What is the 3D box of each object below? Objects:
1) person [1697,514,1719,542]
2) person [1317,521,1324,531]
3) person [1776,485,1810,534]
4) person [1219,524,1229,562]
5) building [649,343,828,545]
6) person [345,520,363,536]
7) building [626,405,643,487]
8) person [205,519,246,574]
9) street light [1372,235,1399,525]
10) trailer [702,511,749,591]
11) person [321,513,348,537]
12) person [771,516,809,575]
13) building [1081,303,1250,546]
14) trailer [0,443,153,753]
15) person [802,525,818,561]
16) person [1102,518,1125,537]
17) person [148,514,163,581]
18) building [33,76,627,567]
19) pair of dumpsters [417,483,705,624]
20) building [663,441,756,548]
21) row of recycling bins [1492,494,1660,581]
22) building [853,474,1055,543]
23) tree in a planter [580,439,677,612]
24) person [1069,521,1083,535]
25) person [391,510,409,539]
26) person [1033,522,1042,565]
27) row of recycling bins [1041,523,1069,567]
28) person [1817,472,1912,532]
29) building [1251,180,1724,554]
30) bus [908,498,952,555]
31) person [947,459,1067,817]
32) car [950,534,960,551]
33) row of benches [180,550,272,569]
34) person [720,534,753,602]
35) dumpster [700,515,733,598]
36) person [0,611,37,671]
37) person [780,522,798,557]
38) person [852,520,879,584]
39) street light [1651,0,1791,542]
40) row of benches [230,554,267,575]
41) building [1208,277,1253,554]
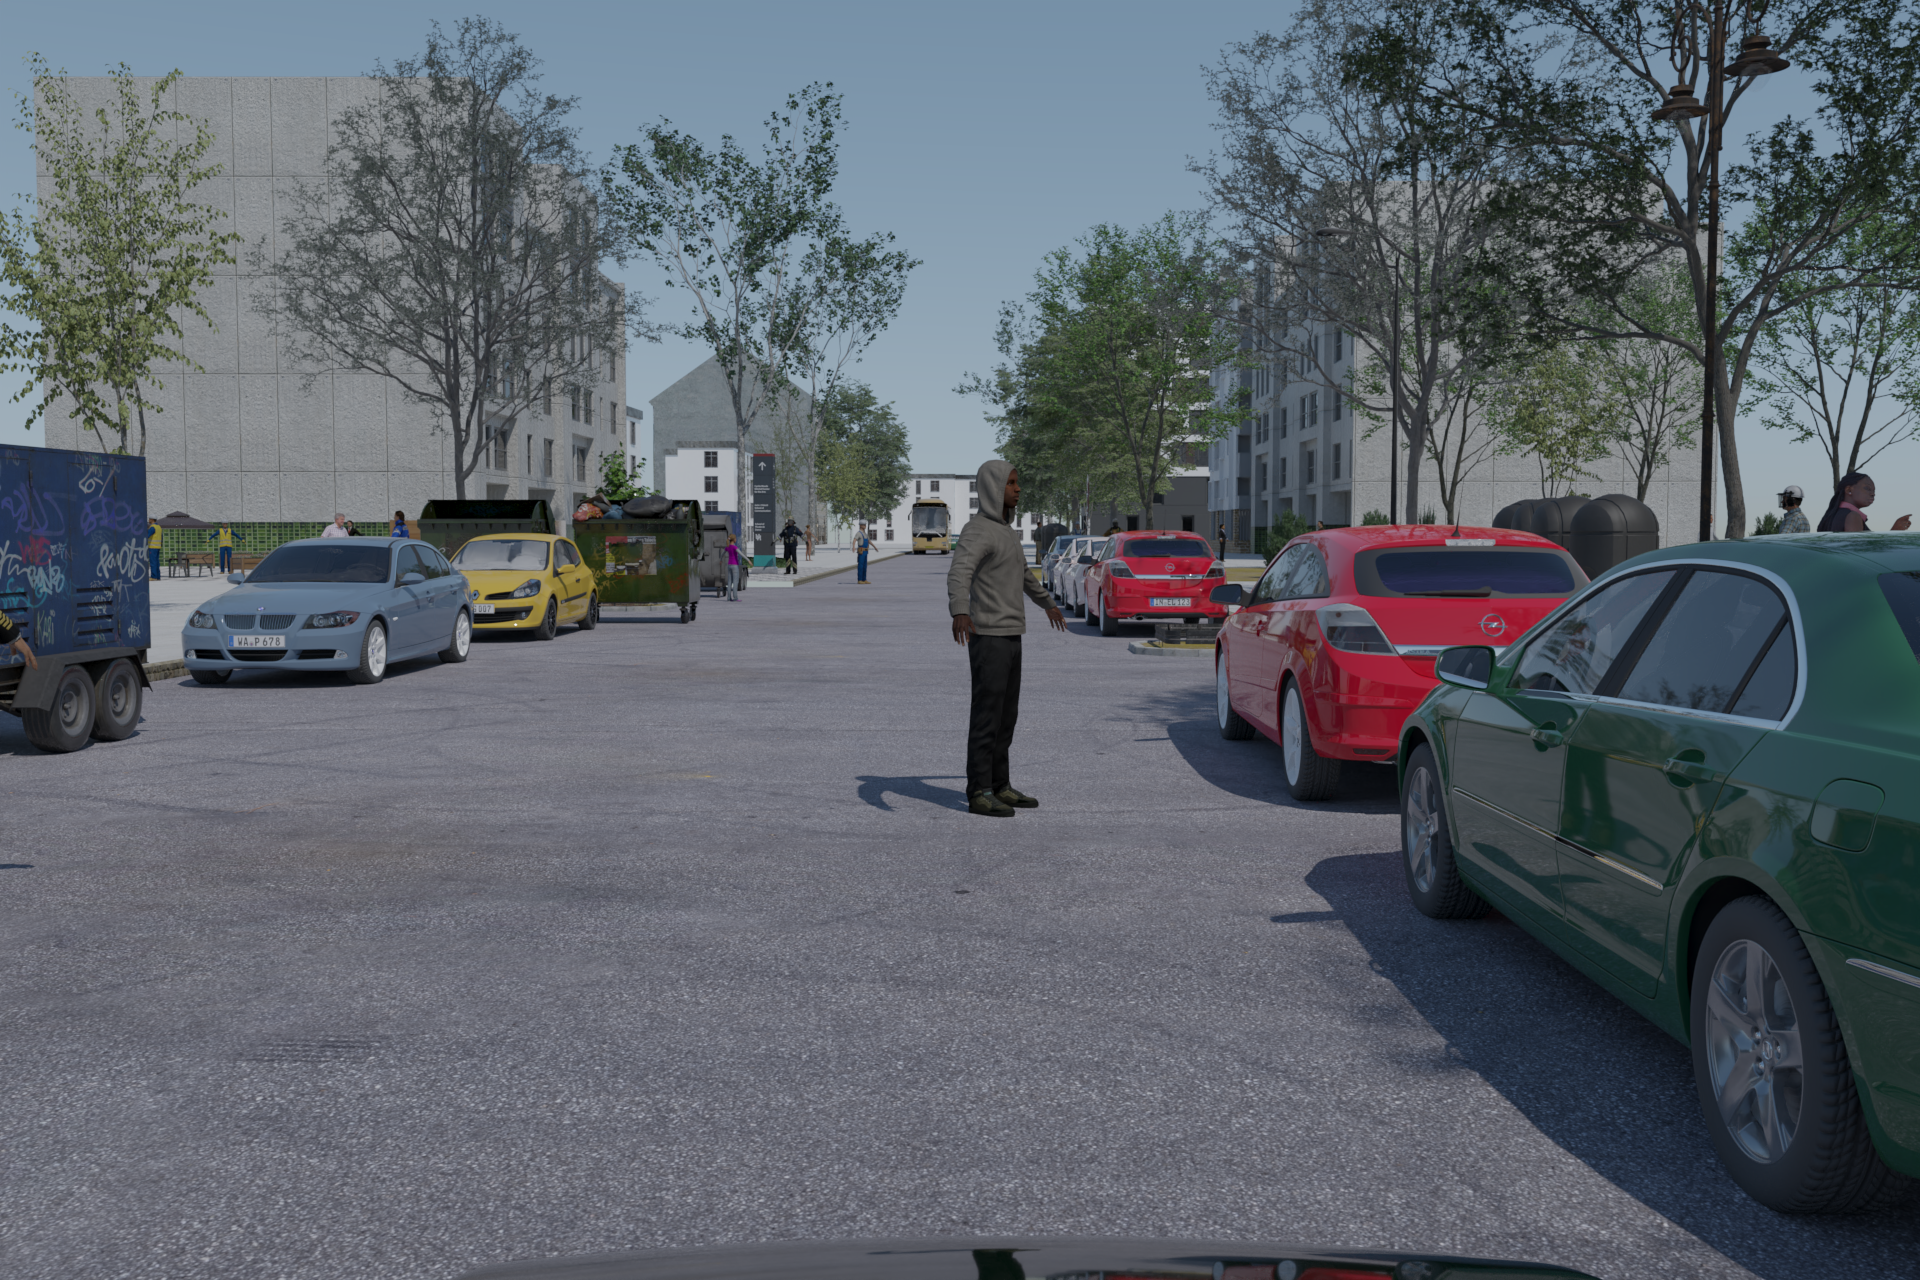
[{"bbox_3d":[19.416,-2.371,44.924,1.344,1.810,0.704,-3,5,-42],"label":"person"},{"bbox_3d":[14.351,-3.853,69.131,0.704,1.812,1.346,0,4,-2],"label":"person"},{"bbox_3d":[9.674,-0.880,20.225,0.704,1.849,1.345,3,5,43],"label":"person"},{"bbox_3d":[12.159,-4.467,79.760,0.721,1.740,1.216,1,4,23],"label":"person"},{"bbox_3d":[-25.798,-22.984,206.722,19.493,23.208,18.063,0,4,0],"label":"building"},{"bbox_3d":[-23.083,-3.630,65.533,1.347,1.806,0.705,0,4,-4],"label":"person"},{"bbox_3d":[-26.131,-10.766,118.170,9.099,9.664,28.070,0,4,1],"label":"building"},{"bbox_3d":[-23.498,-2.995,55.436,1.216,1.772,0.721,-2,4,-28],"label":"person"},{"bbox_3d":[7.170,-3.293,26.381,1.470,5.913,1.316,0,4,1],"label":"street light"},{"bbox_3d":[-6.189,-2.207,43.127,1.471,1.999,3.904,0,4,1],"label":"trailer"},{"bbox_3d":[-12.610,-1.722,35.136,0.436,1.711,0.756,3,4,38],"label":"person"},{"bbox_3d":[-5.363,-3.005,54.905,1.354,1.856,0.705,1,4,22],"label":"person"},{"bbox_3d":[25.671,-19.909,169.483,27.936,21.610,32.646,0,4,1],"label":"building"},{"bbox_3d":[-6.516,-0.237,10.926,1.471,1.999,3.904,0,4,1],"label":"trailer"},{"bbox_3d":[-7.164,-4.638,82.636,0.721,1.733,1.217,-3,5,-42],"label":"person"},{"bbox_3d":[5.610,-3.475,62.589,1.354,1.858,0.705,1,4,9],"label":"person"},{"bbox_3d":[-22.065,-2.531,47.344,0.705,1.833,1.349,0,4,-2],"label":"person"},{"bbox_3d":[-27.384,-13.248,83.064,16.747,18.905,31.486,0,3,0],"label":"building"},{"bbox_3d":[-6.420,-1.410,28.008,4.436,2.255,1.574,0,4,1],"label":"pair of dumpsters"},{"bbox_3d":[-24.524,-13.942,170.099,9.099,9.664,28.070,0,4,1],"label":"building"},{"bbox_3d":[6.706,-0.739,19.193,1.069,1.692,3.534,0,4,1],"label":"row of recycling bins"},{"bbox_3d":[-0.764,-18.131,241.052,28.070,9.664,9.099,0,4,-1],"label":"building"},{"bbox_3d":[-6.477,-2.183,32.915,1.991,3.239,1.994,0,4,1],"label":"tree in a planter"},{"bbox_3d":[5.237,-4.351,76.996,1.347,1.847,0.705,-1,4,-13],"label":"person"},{"bbox_3d":[-12.974,-2.082,40.023,0.704,1.831,1.345,0,4,0],"label":"person"},{"bbox_3d":[3.310,-4.022,72.024,0.705,1.796,1.348,-1,4,-22],"label":"person"},{"bbox_3d":[3.569,-3.588,65.769,1.069,1.692,3.534,0,4,1],"label":"row of recycling bins"},{"bbox_3d":[5.269,-0.158,10.104,0.415,1.643,0.593,-3,4,-38],"label":"person"},{"bbox_3d":[26.835,-14.000,95.351,16.747,18.905,31.486,0,4,1],"label":"building"},{"bbox_3d":[-1.976,-8.035,122.915,2.896,3.916,12.252,0,4,1],"label":"bus"},{"bbox_3d":[0.210,-0.021,8.927,0.705,1.813,1.348,2,4,24],"label":"person"},{"bbox_3d":[-0.510,-7.332,131.669,2.131,1.459,4.920,0,4,-1],"label":"car"},{"bbox_3d":[-27.387,-3.050,65.338,4.104,0.672,1.422,-3,5,-43],"label":"row of benches"},{"bbox_3d":[-4.768,-1.529,36.728,0.991,1.433,0.599,3,5,40],"label":"person"},{"bbox_3d":[-6.109,-1.896,39.214,1.865,1.857,1.264,0,4,1],"label":"dumpster"},{"bbox_3d":[-4.191,0.120,6.428,1.347,1.837,0.705,-2,4,-25],"label":"person"},{"bbox_3d":[-7.632,-4.308,76.664,0.704,1.802,1.346,-3,5,-40],"label":"person"},{"bbox_3d":[-2.764,-2.523,49.564,0.705,1.847,1.347,2,4,28],"label":"person"},{"bbox_3d":[6.043,-2.517,13.947,0.468,5.910,1.993,0,4,1],"label":"street light"},{"bbox_3d":[-21.263,-2.436,55.293,1.422,0.672,4.104,2,4,34],"label":"row of benches"},{"bbox_3d":[23.286,-16.467,125.657,16.016,20.090,11.380,0,4,0],"label":"building"}]
